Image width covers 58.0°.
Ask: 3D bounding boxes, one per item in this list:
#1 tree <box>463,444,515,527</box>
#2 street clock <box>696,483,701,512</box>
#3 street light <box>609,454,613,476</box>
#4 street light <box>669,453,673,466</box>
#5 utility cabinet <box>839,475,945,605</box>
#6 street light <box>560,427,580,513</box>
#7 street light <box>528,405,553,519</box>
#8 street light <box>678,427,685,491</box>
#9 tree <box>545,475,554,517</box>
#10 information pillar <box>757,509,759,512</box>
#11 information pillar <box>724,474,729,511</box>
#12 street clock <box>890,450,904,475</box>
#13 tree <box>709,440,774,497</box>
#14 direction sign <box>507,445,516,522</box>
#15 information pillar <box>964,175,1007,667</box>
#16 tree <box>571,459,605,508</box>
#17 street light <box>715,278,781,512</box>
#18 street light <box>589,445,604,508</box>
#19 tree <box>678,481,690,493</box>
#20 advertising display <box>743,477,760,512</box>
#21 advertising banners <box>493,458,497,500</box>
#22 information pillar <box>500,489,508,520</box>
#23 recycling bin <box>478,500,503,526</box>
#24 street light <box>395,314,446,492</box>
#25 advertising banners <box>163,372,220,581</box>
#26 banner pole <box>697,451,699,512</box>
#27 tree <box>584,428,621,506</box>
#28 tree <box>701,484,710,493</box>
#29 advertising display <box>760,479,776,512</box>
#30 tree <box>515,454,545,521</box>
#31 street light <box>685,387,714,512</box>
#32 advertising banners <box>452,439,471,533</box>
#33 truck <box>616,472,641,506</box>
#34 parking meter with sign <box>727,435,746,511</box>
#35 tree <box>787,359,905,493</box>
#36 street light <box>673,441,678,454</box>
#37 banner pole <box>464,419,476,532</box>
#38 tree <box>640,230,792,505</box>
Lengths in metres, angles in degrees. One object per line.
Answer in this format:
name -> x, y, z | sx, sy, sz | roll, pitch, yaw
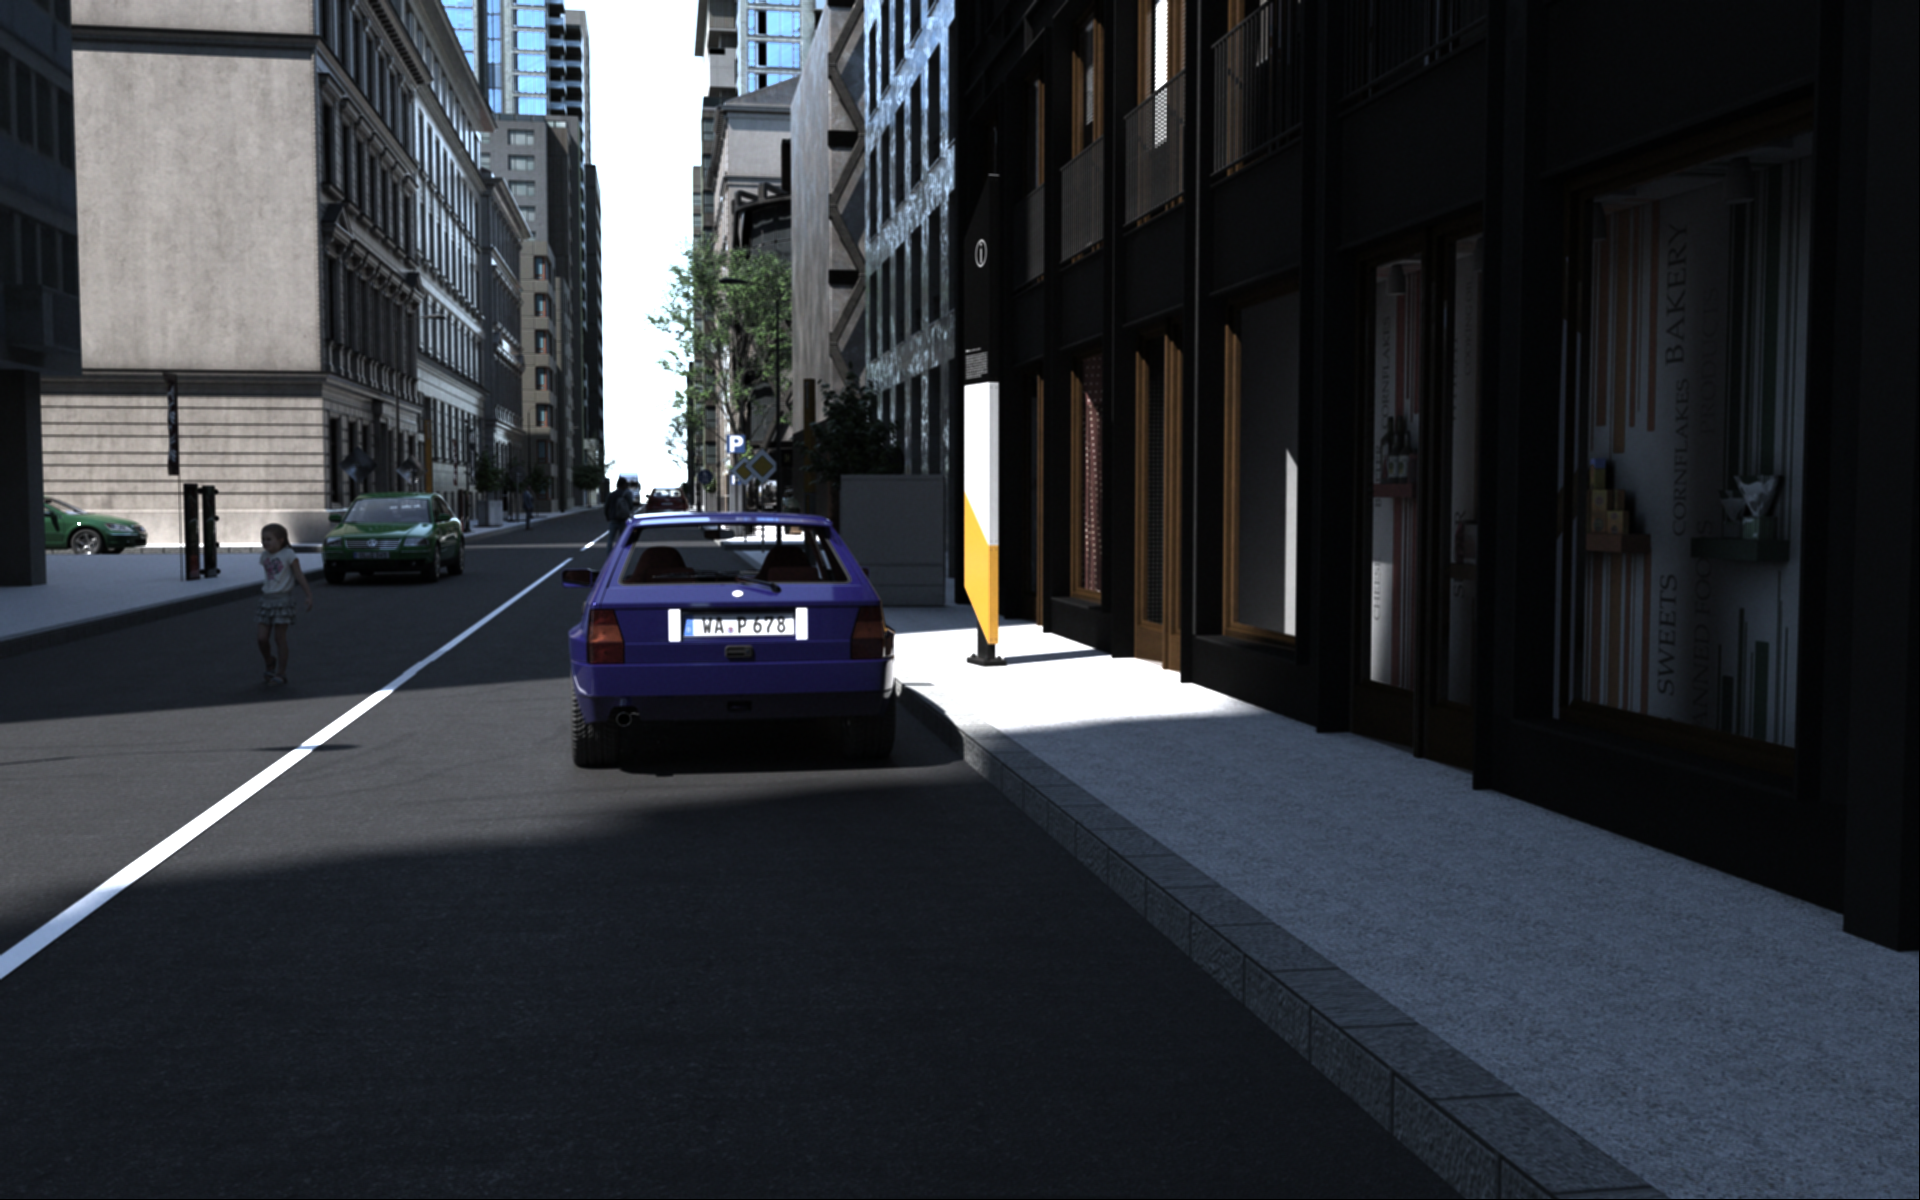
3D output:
tree -> -18.385, -4.445, 67.278 | 1.663, 3.219, 1.824 | 0, 3, 0
street clock -> -16.928, -6.568, 111.960 | 0.358, 2.002, 0.471 | 0, 4, -3
street light -> -41.050, -14.003, 201.490 | 1.470, 5.913, 1.316 | -1, 4, -10
street light -> -31.639, -13.597, 194.851 | 1.470, 5.913, 1.316 | -1, 4, -10
utility cabinet -> -0.761, -0.680, 19.790 | 1.173, 1.500, 0.318 | 0, 4, 2
street light -> -27.051, -9.027, 120.127 | 1.470, 5.913, 1.316 | -1, 4, -10
street light -> -21.812, -7.183, 89.981 | 1.470, 5.913, 1.316 | -1, 4, -10
street light -> -18.435, -8.969, 119.191 | 1.470, 5.913, 1.316 | -1, 4, -10
tree -> -23.054, -6.136, 94.929 | 1.663, 3.219, 1.824 | 0, 3, 0
information pillar -> -9.071, -4.401, 76.445 | 0.304, 2.012, 0.304 | 3, 5, 39
information pillar -> -8.444, -3.601, 63.366 | 0.304, 2.012, 0.304 | -1, 4, -17
street clock -> -1.065, -1.365, 26.882 | 0.358, 2.002, 0.471 | 2, 4, 25
tree -> -7.588, -4.101, 61.652 | 1.663, 3.219, 1.824 | 0, 3, 0
direction sign -> -20.626, -5.354, 79.527 | 0.379, 3.537, 0.876 | -1, 4, -17
information pillar -> 0.167, -1.324, 13.007 | 0.183, 3.616, 0.504 | -1, 4, -22
tree -> -34.573, -10.832, 160.814 | 4.285, 4.588, 4.351 | 0, 3, 0
street light -> -4.478, -3.972, 37.478 | 1.470, 5.913, 1.316 | -1, 4, -10
street light -> -34.710, -11.761, 164.831 | 1.470, 5.913, 1.316 | -1, 4, -10
tree -> -35.270, -13.844, 220.951 | 1.663, 3.219, 1.824 | 0, 3, 0
advertising display -> -6.503, -2.957, 53.556 | 0.123, 1.923, 0.974 | 1, 4, 14
advertising banners -> -19.210, -4.611, 71.578 | 0.090, 3.025, 2.074 | -1, 4, -16
information pillar -> -22.162, -4.875, 84.198 | 0.304, 2.012, 0.304 | -2, 4, -32
recycling bin -> -18.719, -3.454, 69.022 | 0.722, 1.027, 0.722 | 3, 4, 37
street light -> -13.996, -4.422, 44.845 | 1.470, 5.913, 1.316 | -1, 4, -10
advertising banners -> -11.478, -1.815, 25.864 | 0.090, 3.025, 2.074 | 0, 4, -5
banner pole -> -15.374, -6.828, 101.654 | 0.401, 3.779, 0.863 | -1, 4, -11
tree -> -40.044, -14.861, 193.344 | 4.360, 8.622, 3.978 | 0, 3, 0
tree -> -17.541, -7.771, 121.654 | 1.663, 3.219, 1.824 | 0, 3, 0
advertising display -> -8.318, -4.279, 75.178 | 0.974, 1.923, 0.123 | -1, 4, -21
tree -> -21.031, -5.372, 82.426 | 1.663, 3.219, 1.824 | 0, 3, 0
street light -> -11.006, -6.270, 75.048 | 1.470, 5.913, 1.316 | -1, 4, -10
advertising banners -> -16.225, -3.678, 56.322 | 0.090, 3.025, 2.074 | 0, 4, -2
truck -> -40.846, -13.707, 213.861 | 2.967, 4.110, 18.799 | -1, 4, -10
parking meter with sign -> -6.656, -3.386, 51.624 | 0.543, 3.016, 1.738 | 0, 4, -7
tree -> -1.665, -1.851, 24.873 | 1.663, 3.219, 1.824 | 0, 3, 0
street light -> -23.949, -10.900, 150.753 | 1.470, 5.913, 1.316 | -1, 4, -10
banner pole -> -16.500, -4.183, 58.411 | 0.401, 3.779, 0.863 | 1, 4, 10
tree -> -8.781, -8.751, 68.840 | 9.928, 11.665, 9.643 | 0, 3, 0
